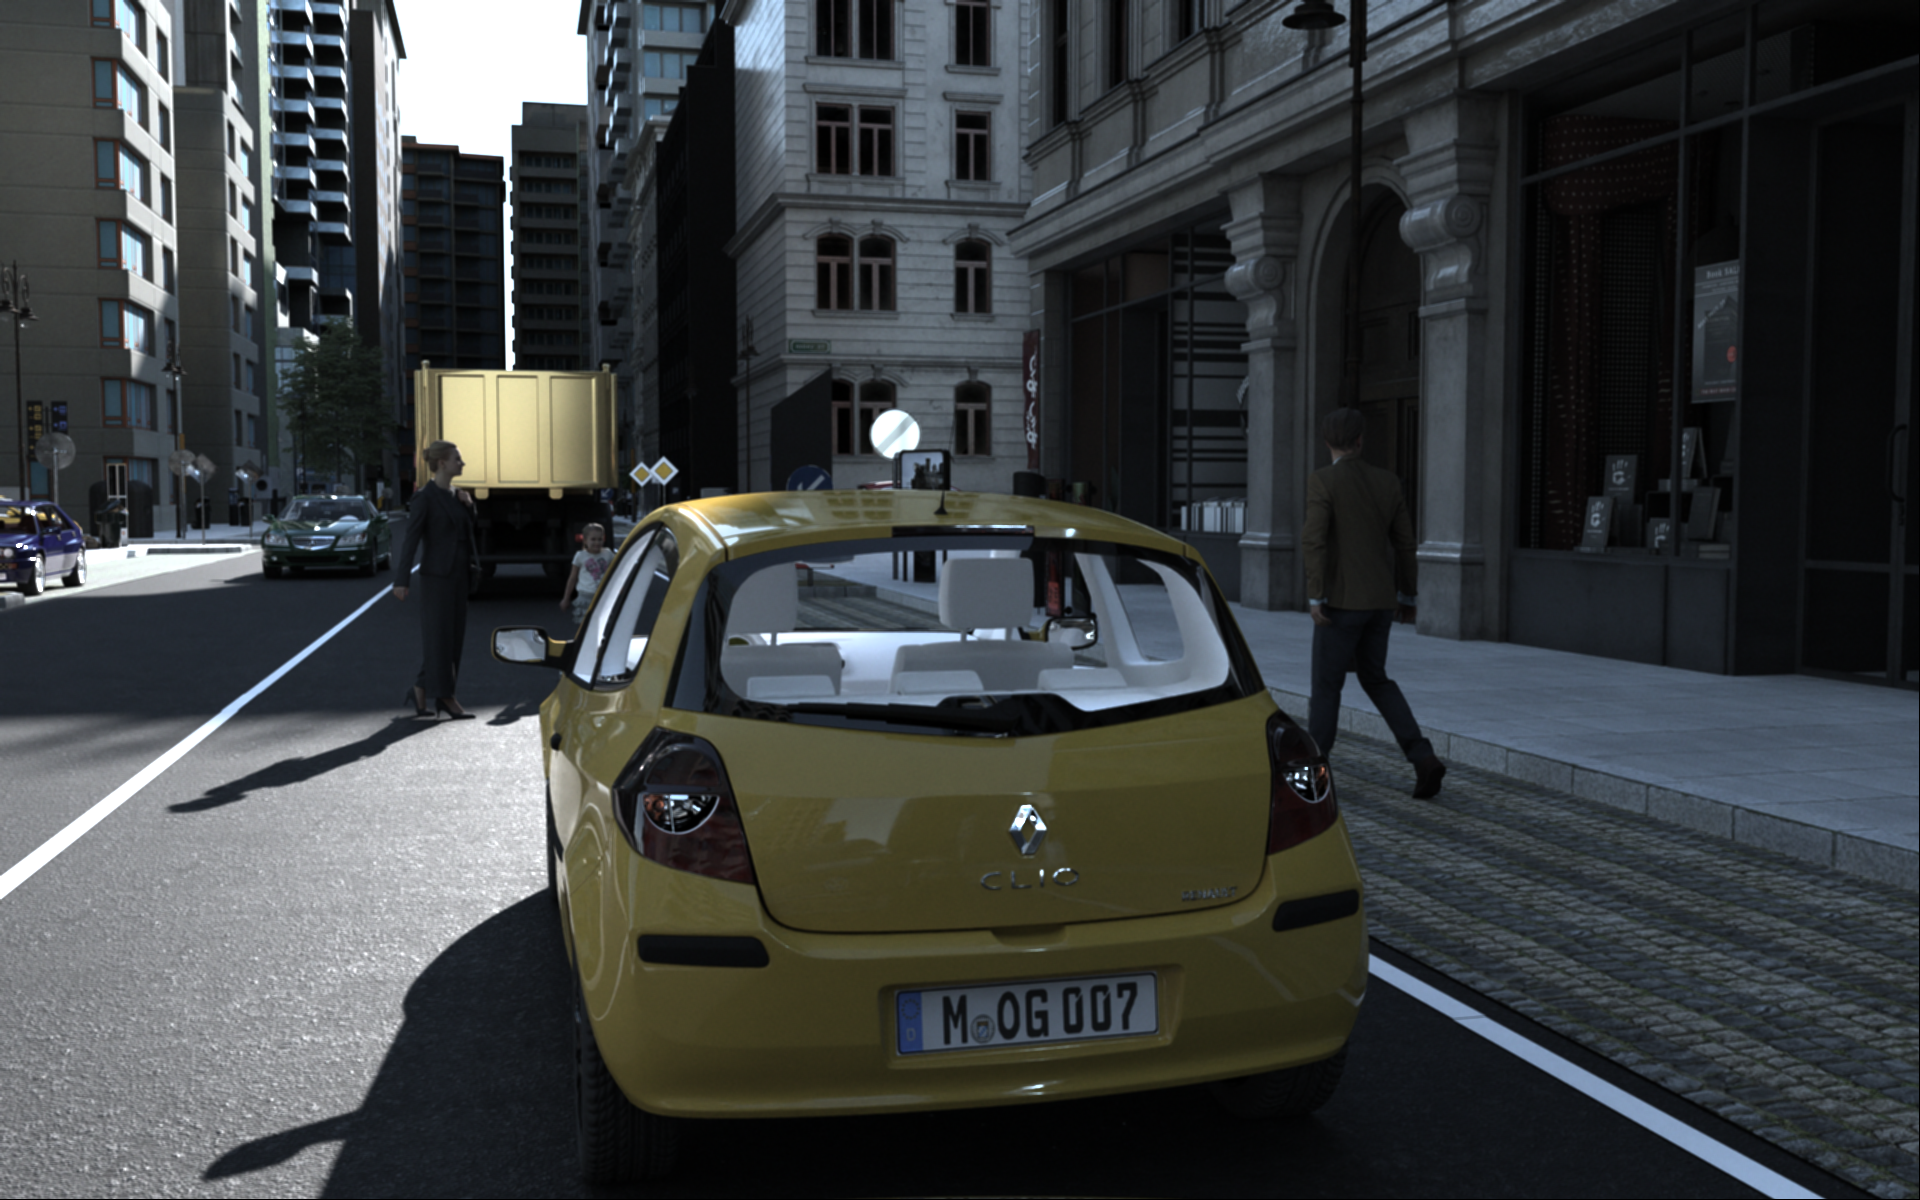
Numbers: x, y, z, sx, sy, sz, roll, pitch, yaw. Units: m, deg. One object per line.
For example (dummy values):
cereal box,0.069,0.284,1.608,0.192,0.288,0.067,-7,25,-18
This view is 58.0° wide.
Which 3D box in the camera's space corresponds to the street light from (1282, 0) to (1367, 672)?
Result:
street light,2.821,-2.421,12.368,0.468,5.910,1.993,-1,4,-14

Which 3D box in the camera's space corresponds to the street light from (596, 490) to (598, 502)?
street light,-26.297,-9.328,125.304,0.468,5.910,1.993,-1,4,-14

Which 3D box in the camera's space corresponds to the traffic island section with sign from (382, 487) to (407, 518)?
traffic island section with sign,-33.687,-5.716,102.089,1.989,1.847,2.006,-1,4,-14

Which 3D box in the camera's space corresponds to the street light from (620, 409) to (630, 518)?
street light,-17.884,-7.327,92.578,0.468,5.910,1.993,-1,4,-14

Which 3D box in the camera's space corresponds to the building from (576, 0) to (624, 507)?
building,-23.163,-35.801,174.578,28.713,52.752,27.495,-1,4,-14

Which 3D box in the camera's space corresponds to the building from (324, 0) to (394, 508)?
building,-59.491,-31.009,157.100,14.600,45.320,14.200,-1,4,-14

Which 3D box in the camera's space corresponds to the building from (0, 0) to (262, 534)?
building,-43.377,-13.473,65.315,27.650,21.520,28.899,-1,4,-14

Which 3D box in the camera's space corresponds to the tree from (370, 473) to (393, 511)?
tree,-45.277,-8.621,135.553,1.663,3.219,1.824,0,3,0

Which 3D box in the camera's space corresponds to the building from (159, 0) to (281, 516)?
building,-46.047,-25.156,94.895,14.154,41.232,14.086,-1,4,-14

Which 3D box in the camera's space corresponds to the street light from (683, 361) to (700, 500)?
street light,-9.307,-5.340,60.096,0.468,5.910,1.993,-1,4,-14

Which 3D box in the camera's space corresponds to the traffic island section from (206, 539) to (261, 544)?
traffic island section,-20.680,-1.724,50.472,2.009,0.180,2.903,-1,4,-14

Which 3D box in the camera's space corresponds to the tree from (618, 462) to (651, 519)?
tree,-16.987,-5.873,90.628,1.663,3.219,1.824,0,3,0

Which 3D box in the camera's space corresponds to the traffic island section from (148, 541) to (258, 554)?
traffic island section,-18.682,-1.251,42.740,2.009,0.180,2.903,-1,4,-14

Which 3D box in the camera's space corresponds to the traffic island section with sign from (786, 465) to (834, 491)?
traffic island section with sign,-2.351,-0.978,24.613,1.989,1.847,2.006,-1,4,-14

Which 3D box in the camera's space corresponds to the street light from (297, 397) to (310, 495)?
street light,-31.234,-6.706,82.430,0.468,5.910,1.993,-1,4,-14

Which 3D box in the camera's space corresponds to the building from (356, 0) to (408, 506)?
building,-71.356,-35.971,177.358,27.495,52.752,28.713,-1,4,-14

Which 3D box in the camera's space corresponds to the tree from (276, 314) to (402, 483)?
tree,-39.266,-11.691,109.268,7.486,12.596,7.792,0,3,0

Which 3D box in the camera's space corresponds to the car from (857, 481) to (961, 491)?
car,-0.814,-2.540,50.208,5.304,1.827,2.281,-1,4,-16

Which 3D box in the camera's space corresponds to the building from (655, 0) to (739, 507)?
building,-7.021,-15.275,79.419,12.332,23.373,15.834,-1,4,-14

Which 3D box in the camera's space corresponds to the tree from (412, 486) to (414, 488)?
tree,-57.336,-11.612,184.463,1.663,3.219,1.824,0,3,0

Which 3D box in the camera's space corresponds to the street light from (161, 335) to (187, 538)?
street light,-22.819,-4.748,50.417,0.468,5.910,1.993,-1,4,-14

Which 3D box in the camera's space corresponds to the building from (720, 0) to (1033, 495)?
building,3.605,-16.887,63.491,23.554,28.519,14.401,-1,4,-14

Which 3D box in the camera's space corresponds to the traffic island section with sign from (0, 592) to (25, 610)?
traffic island section with sign,-12.899,-0.792,21.582,1.989,1.847,2.006,-1,4,-14

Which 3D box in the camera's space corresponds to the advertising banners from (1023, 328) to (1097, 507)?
advertising banners,0.995,-1.326,17.874,0.090,3.025,2.074,-1,4,-17

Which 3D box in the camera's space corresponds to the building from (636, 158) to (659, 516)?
building,-12.272,-15.093,95.929,9.793,20.994,18.267,-1,4,-14

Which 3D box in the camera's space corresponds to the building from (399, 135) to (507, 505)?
building,-70.480,-34.166,213.231,28.867,44.769,22.147,-1,4,-14

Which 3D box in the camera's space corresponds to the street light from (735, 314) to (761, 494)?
street light,-5.465,-4.399,44.717,0.468,5.910,1.993,-1,4,-14

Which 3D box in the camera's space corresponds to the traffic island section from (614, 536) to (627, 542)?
traffic island section,-9.745,-1.896,53.282,2.009,0.180,2.903,-1,4,-14

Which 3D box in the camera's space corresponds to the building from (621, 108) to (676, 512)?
building,-15.014,-20.138,116.650,14.401,28.519,23.554,-1,4,-14

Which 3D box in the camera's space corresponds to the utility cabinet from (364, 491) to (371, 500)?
utility cabinet,-41.079,-6.819,120.166,0.318,1.500,1.173,-1,4,-9

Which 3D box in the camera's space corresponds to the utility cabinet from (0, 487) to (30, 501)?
utility cabinet,-29.752,-2.784,54.197,1.173,1.500,0.318,0,4,1

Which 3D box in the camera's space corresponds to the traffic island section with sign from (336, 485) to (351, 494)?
traffic island section with sign,-26.810,-4.088,75.461,1.989,1.847,2.006,-1,4,-14

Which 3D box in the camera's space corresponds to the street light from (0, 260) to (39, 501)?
street light,-18.657,-3.766,34.366,0.468,5.910,1.993,-1,4,-14

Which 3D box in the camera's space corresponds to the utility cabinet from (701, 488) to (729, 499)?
utility cabinet,-8.938,-3.326,63.052,1.173,1.500,0.318,3,4,39

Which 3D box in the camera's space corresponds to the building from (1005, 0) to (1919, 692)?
building,5.628,-10.756,26.770,10.553,20.767,40.483,-1,4,-14

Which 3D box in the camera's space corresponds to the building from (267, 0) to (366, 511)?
building,-57.815,-50.172,132.978,22.319,86.520,31.000,-1,4,-14

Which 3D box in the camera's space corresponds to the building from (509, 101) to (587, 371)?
building,-45.661,-36.420,219.167,21.600,48.544,21.300,-1,4,-14

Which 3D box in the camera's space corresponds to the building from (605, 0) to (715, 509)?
building,-18.038,-32.204,146.143,23.786,49.044,30.456,-1,4,-14

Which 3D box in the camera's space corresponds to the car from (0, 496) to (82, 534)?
car,-24.512,-2.062,43.940,3.980,1.641,2.015,-1,4,-15

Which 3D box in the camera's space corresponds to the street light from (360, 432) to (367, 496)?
street light,-39.525,-8.697,114.989,0.468,5.910,1.993,-1,4,-14

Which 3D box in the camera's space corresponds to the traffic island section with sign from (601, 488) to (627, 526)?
traffic island section with sign,-15.907,-4.188,77.101,1.989,1.847,2.006,-1,4,-14

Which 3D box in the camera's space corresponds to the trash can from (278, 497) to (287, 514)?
trash can,-36.116,-4.915,92.006,0.748,1.137,0.748,0,3,0

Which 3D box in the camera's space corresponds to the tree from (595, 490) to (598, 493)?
tree,-29.166,-8.713,137.052,1.663,3.219,1.824,0,3,0

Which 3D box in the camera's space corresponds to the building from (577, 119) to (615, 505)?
building,-35.459,-31.200,193.706,14.154,41.232,14.086,-1,4,-14
